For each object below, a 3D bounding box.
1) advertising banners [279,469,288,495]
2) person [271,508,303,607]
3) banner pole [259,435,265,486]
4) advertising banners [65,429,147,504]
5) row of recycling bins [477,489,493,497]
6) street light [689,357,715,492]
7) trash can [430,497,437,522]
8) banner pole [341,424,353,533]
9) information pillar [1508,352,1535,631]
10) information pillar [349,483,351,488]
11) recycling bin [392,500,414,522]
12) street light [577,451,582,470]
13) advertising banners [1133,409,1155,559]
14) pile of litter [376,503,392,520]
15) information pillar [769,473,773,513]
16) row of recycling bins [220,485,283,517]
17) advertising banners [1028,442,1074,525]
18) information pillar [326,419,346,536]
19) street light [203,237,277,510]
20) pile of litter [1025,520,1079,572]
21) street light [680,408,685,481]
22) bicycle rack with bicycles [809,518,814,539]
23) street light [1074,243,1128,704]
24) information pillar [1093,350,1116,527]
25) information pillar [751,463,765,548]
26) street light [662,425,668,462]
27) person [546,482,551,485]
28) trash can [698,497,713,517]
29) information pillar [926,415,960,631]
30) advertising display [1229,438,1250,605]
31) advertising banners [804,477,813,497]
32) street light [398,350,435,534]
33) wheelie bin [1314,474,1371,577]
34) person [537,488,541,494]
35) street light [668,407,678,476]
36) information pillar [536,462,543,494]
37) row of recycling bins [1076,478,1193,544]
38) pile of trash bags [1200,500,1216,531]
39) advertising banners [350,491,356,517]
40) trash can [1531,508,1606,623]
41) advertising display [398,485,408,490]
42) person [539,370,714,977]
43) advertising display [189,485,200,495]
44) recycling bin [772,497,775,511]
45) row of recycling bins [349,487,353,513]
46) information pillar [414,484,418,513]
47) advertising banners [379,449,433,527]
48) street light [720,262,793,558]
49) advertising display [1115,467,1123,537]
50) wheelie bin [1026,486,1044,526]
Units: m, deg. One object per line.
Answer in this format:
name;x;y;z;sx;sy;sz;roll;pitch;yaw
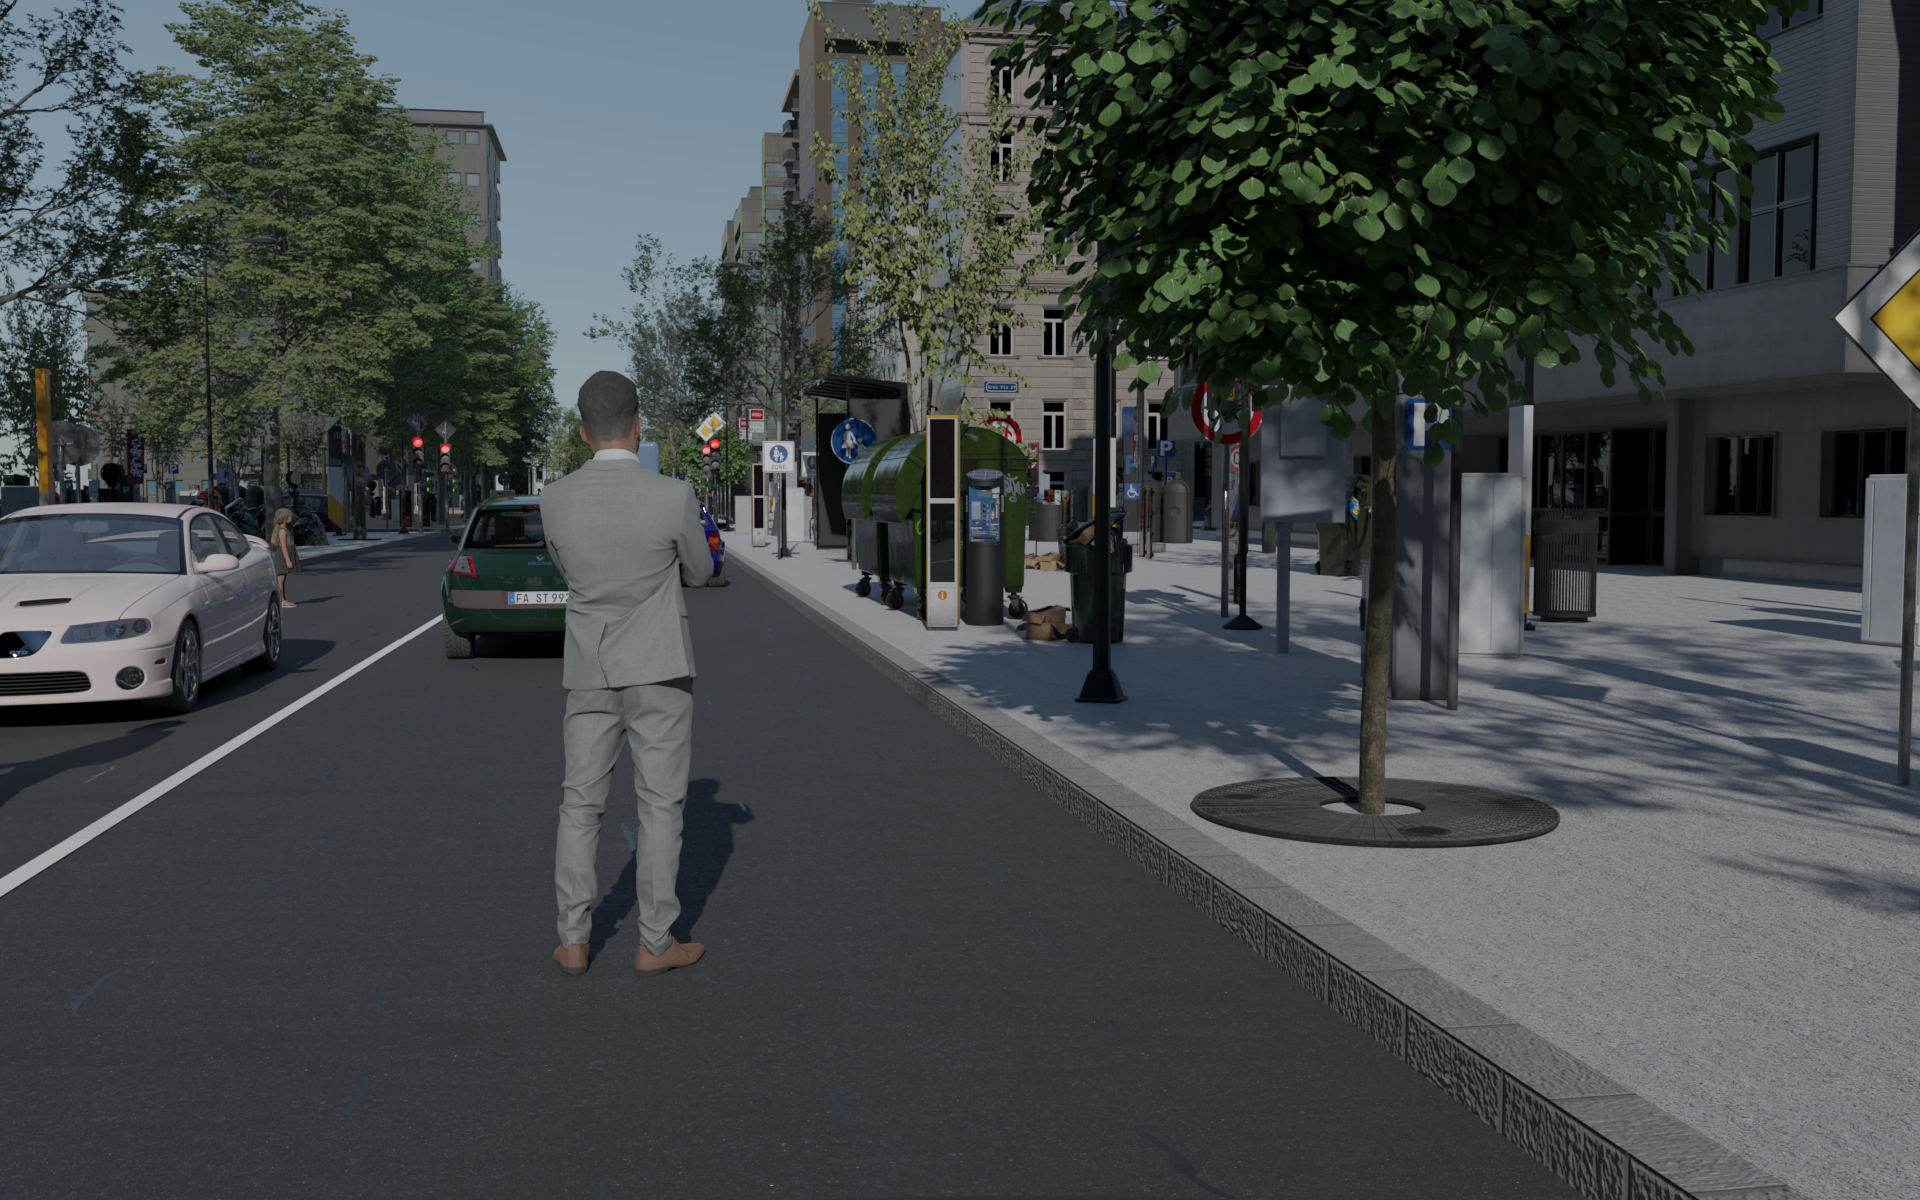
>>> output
advertising banners;-47.024;-7.597;120.397;0.090;3.025;2.074;0;4;-7
person;-8.563;-0.542;22.024;0.373;1.253;0.362;-1;4;-12
banner pole;-26.056;-4.607;65.339;0.401;3.779;0.863;2;4;24
advertising banners;-22.812;-3.065;46.300;2.074;3.025;0.090;-2;4;-28
row of recycling bins;-35.963;-7.753;133.867;3.534;1.692;1.069;-1;4;-9
street light;-8.462;-5.275;58.790;1.470;5.913;1.316;-1;4;-10
trash can;-23.953;-4.142;79.378;0.748;1.137;0.748;0;3;0
banner pole;-20.154;-4.087;56.838;0.401;3.779;0.863;0;4;-3
information pillar;5.315;-1.532;16.408;0.183;3.616;0.504;0;4;1
information pillar;-38.857;-6.453;109.992;0.304;2.012;0.304;1;4;19
recycling bin;-25.510;-4.082;79.291;0.722;1.027;0.722;2;4;32
street light;-41.895;-13.225;188.772;1.470;5.913;1.316;-1;4;-10
advertising banners;3.714;-2.385;35.178;0.090;3.025;2.074;0;4;-5
pile of litter;-28.252;-4.415;86.150;1.719;0.858;1.176;0;4;-4
information pillar;-12.630;-7.610;115.770;0.183;3.616;0.504;1;4;17
row of recycling bins;-33.902;-4.610;82.487;3.534;1.692;1.069;1;4;11
advertising banners;3.020;-3.790;58.152;0.090;3.025;2.074;-3;5;-44
information pillar;-19.075;-3.764;52.892;0.183;3.616;0.504;2;4;35
street light;-13.042;-3.599;31.389;1.470;5.913;1.316;-1;4;-10
pile of litter;1.616;-0.945;29.417;1.176;0.858;1.719;1;4;16
street light;-10.151;-5.827;67.813;1.470;5.913;1.316;-1;4;-10
bicycle rack with bicycles;-3.230;-2.195;49.271;2.852;0.926;2.925;2;4;34
street light;0.345;-2.321;10.483;1.470;5.913;1.316;-1;4;-10
information pillar;2.155;-2.103;25.743;0.183;3.616;0.504;-2;4;-30
information pillar;-4.858;-2.273;41.658;0.304;2.012;0.304;-1;4;-14
street light;-19.122;-8.813;116.625;1.470;5.913;1.316;-1;4;-10
person;-13.119;-2.846;55.215;0.466;1.800;0.511;-1;4;-14
trash can;-12.333;-4.424;83.979;0.748;1.137;0.748;0;3;0
information pillar;-0.157;-0.723;16.311;0.304;2.012;0.304;0;4;3
advertising display;3.245;-0.927;20.374;0.123;1.923;0.974;0;4;-2
advertising banners;-8.635;-6.238;98.173;0.090;3.025;2.074;1;4;17
street light;-17.427;-5.096;55.856;1.470;5.913;1.316;-1;4;-10
wheelie bin;6.000;-1.183;27.246;0.693;1.594;0.980;-3;4;-36
person;-23.384;-5.343;96.405;0.362;1.759;0.519;-1;4;-19
street light;-14.730;-7.349;92.695;1.470;5.913;1.316;-1;4;-10
information pillar;-30.436;-8.204;125.495;0.504;3.616;0.183;-1;4;-18
row of recycling bins;4.761;-2.386;46.121;1.069;1.692;3.534;-3;5;-41
pile of trash bags;9.314;-3.113;60.654;1.912;1.369;3.447;1;4;16
advertising banners;-34.805;-6.285;98.953;0.090;3.025;2.074;-2;4;-31
trash can;6.079;-0.351;17.395;0.748;1.137;0.748;0;3;0
advertising display;-40.759;-7.436;126.789;0.974;1.923;0.123;2;4;31
person;-1.009;0.207;5.296;0.511;1.800;0.466;0;4;-5
advertising display;-53.778;-7.126;121.722;0.974;1.923;0.123;2;4;29
recycling bin;-13.971;-7.093;128.519;0.722;1.027;0.722;0;4;-4
row of recycling bins;-36.606;-5.879;103.230;1.069;1.692;3.534;-1;4;-16
information pillar;-37.760;-7.098;120.542;0.304;2.012;0.304;-3;4;-38
advertising banners;-21.629;-4.368;67.608;2.074;3.025;0.090;-3;5;-40
street light;-4.099;-3.811;34.855;1.470;5.913;1.316;-1;4;-10
advertising display;3.935;-2.214;41.410;0.974;1.923;0.123;-2;4;-35
wheelie bin;2.882;-3.777;69.659;0.980;1.594;0.693;1;4;9
